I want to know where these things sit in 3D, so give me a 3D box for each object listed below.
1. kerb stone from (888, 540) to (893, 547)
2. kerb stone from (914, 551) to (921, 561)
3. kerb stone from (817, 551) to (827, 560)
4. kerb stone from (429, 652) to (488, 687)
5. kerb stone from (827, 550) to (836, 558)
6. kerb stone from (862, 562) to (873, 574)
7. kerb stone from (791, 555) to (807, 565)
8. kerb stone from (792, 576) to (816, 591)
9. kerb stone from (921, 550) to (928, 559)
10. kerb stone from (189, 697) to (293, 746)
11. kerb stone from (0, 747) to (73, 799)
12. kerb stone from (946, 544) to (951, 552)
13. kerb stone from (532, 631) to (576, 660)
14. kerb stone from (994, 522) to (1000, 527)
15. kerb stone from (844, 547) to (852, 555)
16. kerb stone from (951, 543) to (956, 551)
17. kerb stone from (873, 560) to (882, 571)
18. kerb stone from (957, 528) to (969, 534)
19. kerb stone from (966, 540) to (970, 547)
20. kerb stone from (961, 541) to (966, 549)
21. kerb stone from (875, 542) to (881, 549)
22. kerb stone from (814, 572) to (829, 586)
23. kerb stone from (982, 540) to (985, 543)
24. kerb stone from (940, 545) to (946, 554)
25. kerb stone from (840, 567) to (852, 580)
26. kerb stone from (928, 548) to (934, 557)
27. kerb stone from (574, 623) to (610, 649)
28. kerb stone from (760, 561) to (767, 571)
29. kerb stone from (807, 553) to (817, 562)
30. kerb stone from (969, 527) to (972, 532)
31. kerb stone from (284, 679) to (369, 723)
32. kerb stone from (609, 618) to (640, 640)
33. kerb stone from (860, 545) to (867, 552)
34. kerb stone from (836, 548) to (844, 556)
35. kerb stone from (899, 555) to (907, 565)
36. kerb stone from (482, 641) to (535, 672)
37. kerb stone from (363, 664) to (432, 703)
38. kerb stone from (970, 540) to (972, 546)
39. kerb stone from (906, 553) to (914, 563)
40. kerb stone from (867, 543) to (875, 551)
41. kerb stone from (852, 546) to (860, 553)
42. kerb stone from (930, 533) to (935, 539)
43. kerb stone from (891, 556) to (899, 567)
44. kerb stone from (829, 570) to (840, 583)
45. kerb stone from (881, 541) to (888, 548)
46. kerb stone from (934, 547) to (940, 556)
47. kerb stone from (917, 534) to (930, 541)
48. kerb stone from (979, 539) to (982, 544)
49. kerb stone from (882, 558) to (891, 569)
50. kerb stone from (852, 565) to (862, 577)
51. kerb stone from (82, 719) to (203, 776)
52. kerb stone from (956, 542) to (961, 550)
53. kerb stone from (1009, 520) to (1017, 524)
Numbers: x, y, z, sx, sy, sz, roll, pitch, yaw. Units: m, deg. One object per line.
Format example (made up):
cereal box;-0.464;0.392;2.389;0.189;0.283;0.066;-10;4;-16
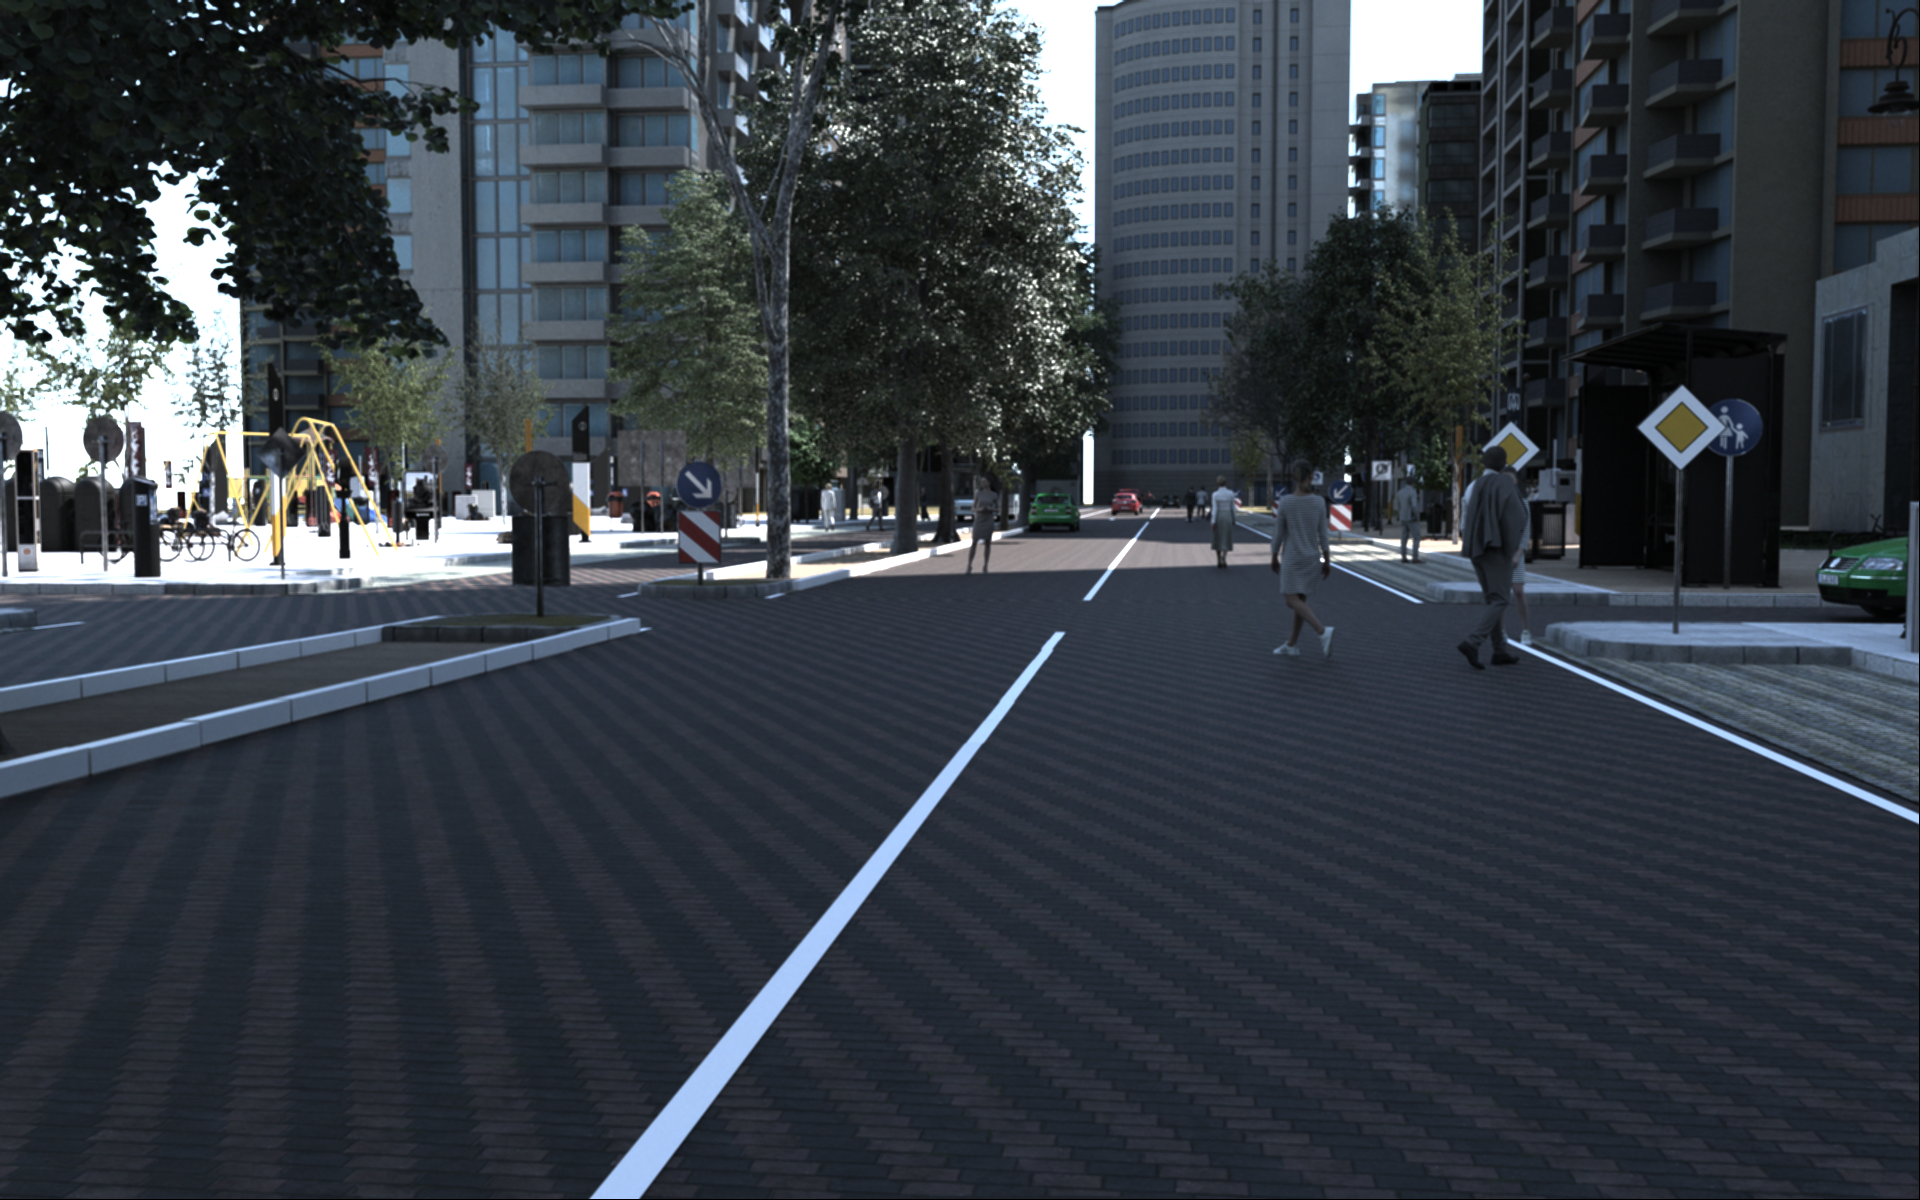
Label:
kerb stone;-1.994;-1.500;46.727;0.120;0.150;1.000;0;4;7
kerb stone;-1.016;-0.924;37.303;0.120;0.150;1.000;0;4;7
kerb stone;-3.105;-0.940;37.568;0.120;0.150;1.000;0;4;7
kerb stone;-3.926;0.539;13.385;0.120;0.150;1.000;0;4;7
kerb stone;-2.984;-0.997;38.588;0.120;0.150;1.000;0;4;7
kerb stone;-1.758;-0.551;31.204;0.120;0.150;1.000;0;4;7
kerb stone;-3.359;-0.814;35.531;0.120;0.150;1.000;0;4;7
kerb stone;-2.378;-0.240;26.123;0.120;0.150;1.000;0;4;7
kerb stone;-0.900;-0.983;38.327;0.120;0.150;1.000;0;4;7
kerb stone;-4.301;0.727;10.326;0.120;0.150;1.000;0;4;7
kerb stone;-4.540;0.854;8.296;0.120;0.150;1.000;0;4;7
kerb stone;-0.400;-1.235;42.396;0.120;0.150;1.000;0;4;7
kerb stone;-3.671;0.418;15.417;0.120;0.150;1.000;0;4;7
kerb stone;1.716;-3.364;77.242;0.120;0.150;1.000;0;4;7
kerb stone;-2.738;-1.127;40.629;0.120;0.150;1.000;0;4;7
kerb stone;-0.284;-1.298;43.411;0.120;0.150;1.000;0;4;7
kerb stone;-1.646;-0.613;32.220;0.120;0.150;1.000;0;4;7
kerb stone;0.104;-2.559;64.032;0.120;0.150;1.000;0;4;7
kerb stone;0.086;-1.483;46.468;0.120;0.150;1.000;0;4;7
kerb stone;-0.036;-1.422;45.453;0.120;0.150;1.000;0;4;7
kerb stone;-2.239;-1.376;44.697;0.120;0.150;1.000;0;4;7
kerb stone;-2.256;-0.303;27.144;0.120;0.150;1.000;0;4;7
kerb stone;0.707;-1.794;51.558;0.120;0.150;1.000;0;4;7
kerb stone;-0.527;-1.172;41.379;0.120;0.150;1.000;0;4;7
kerb stone;-2.013;-0.427;29.176;0.120;0.150;1.000;0;4;7
kerb stone;-0.778;-1.047;39.346;0.120;0.150;1.000;0;4;7
kerb stone;-3.561;0.355;16.436;0.120;0.150;1.000;0;4;7
kerb stone;-3.724;-0.629;32.486;0.120;0.150;1.000;0;4;7
kerb stone;-3.233;-0.875;36.546;0.120;0.150;1.000;0;4;7
kerb stone;0.232;-2.621;65.046;0.120;0.150;1.000;0;4;7
kerb stone;-4.179;0.664;11.346;0.120;0.150;1.000;0;4;7
kerb stone;-3.433;0.295;17.461;0.120;0.150;1.000;0;4;7
kerb stone;-2.487;-1.245;42.665;0.120;0.150;1.000;0;4;7
kerb stone;-2.860;-1.065;39.609;0.120;0.150;1.000;0;4;7
kerb stone;-1.273;-0.793;35.275;0.120;0.150;1.000;0;4;7
kerb stone;-3.801;0.477;14.403;0.120;0.150;1.000;0;4;7
kerb stone;-4.055;0.601;12.365;0.120;0.150;1.000;0;4;7
kerb stone;0.205;-1.544;47.484;0.120;0.150;1.000;0;4;7
kerb stone;-1.152;-0.862;36.290;0.120;0.150;1.000;0;4;7
kerb stone;-2.360;-1.310;43.682;0.120;0.150;1.000;0;4;7
kerb stone;-2.612;-1.186;41.650;0.120;0.150;1.000;0;4;7
kerb stone;-1.005;-1.999;54.874;0.120;0.150;1.000;0;4;7
kerb stone;-1.395;-0.736;34.255;0.120;0.150;1.000;0;4;7
kerb stone;-2.138;-0.358;28.160;0.120;0.150;1.000;0;4;7
kerb stone;-2.116;-1.438;45.712;0.120;0.150;1.000;0;4;7
kerb stone;-0.654;-1.106;40.365;0.120;0.150;1.000;0;4;7
kerb stone;-1.128;-1.927;53.855;0.120;0.150;1.000;0;4;7
kerb stone;0.456;-1.672;49.529;0.120;0.150;1.000;0;4;7
kerb stone;-1.513;-0.675;33.234;0.120;0.150;1.000;0;4;7
kerb stone;-1.896;-0.489;30.191;0.120;0.150;1.000;0;4;7
kerb stone;-4.416;0.796;9.311;0.120;0.150;1.000;0;4;7
kerb stone;-0.156;-1.358;44.435;0.120;0.150;1.000;0;4;7
kerb stone;2.575;-3.800;84.361;0.120;0.150;1.000;0;4;7
